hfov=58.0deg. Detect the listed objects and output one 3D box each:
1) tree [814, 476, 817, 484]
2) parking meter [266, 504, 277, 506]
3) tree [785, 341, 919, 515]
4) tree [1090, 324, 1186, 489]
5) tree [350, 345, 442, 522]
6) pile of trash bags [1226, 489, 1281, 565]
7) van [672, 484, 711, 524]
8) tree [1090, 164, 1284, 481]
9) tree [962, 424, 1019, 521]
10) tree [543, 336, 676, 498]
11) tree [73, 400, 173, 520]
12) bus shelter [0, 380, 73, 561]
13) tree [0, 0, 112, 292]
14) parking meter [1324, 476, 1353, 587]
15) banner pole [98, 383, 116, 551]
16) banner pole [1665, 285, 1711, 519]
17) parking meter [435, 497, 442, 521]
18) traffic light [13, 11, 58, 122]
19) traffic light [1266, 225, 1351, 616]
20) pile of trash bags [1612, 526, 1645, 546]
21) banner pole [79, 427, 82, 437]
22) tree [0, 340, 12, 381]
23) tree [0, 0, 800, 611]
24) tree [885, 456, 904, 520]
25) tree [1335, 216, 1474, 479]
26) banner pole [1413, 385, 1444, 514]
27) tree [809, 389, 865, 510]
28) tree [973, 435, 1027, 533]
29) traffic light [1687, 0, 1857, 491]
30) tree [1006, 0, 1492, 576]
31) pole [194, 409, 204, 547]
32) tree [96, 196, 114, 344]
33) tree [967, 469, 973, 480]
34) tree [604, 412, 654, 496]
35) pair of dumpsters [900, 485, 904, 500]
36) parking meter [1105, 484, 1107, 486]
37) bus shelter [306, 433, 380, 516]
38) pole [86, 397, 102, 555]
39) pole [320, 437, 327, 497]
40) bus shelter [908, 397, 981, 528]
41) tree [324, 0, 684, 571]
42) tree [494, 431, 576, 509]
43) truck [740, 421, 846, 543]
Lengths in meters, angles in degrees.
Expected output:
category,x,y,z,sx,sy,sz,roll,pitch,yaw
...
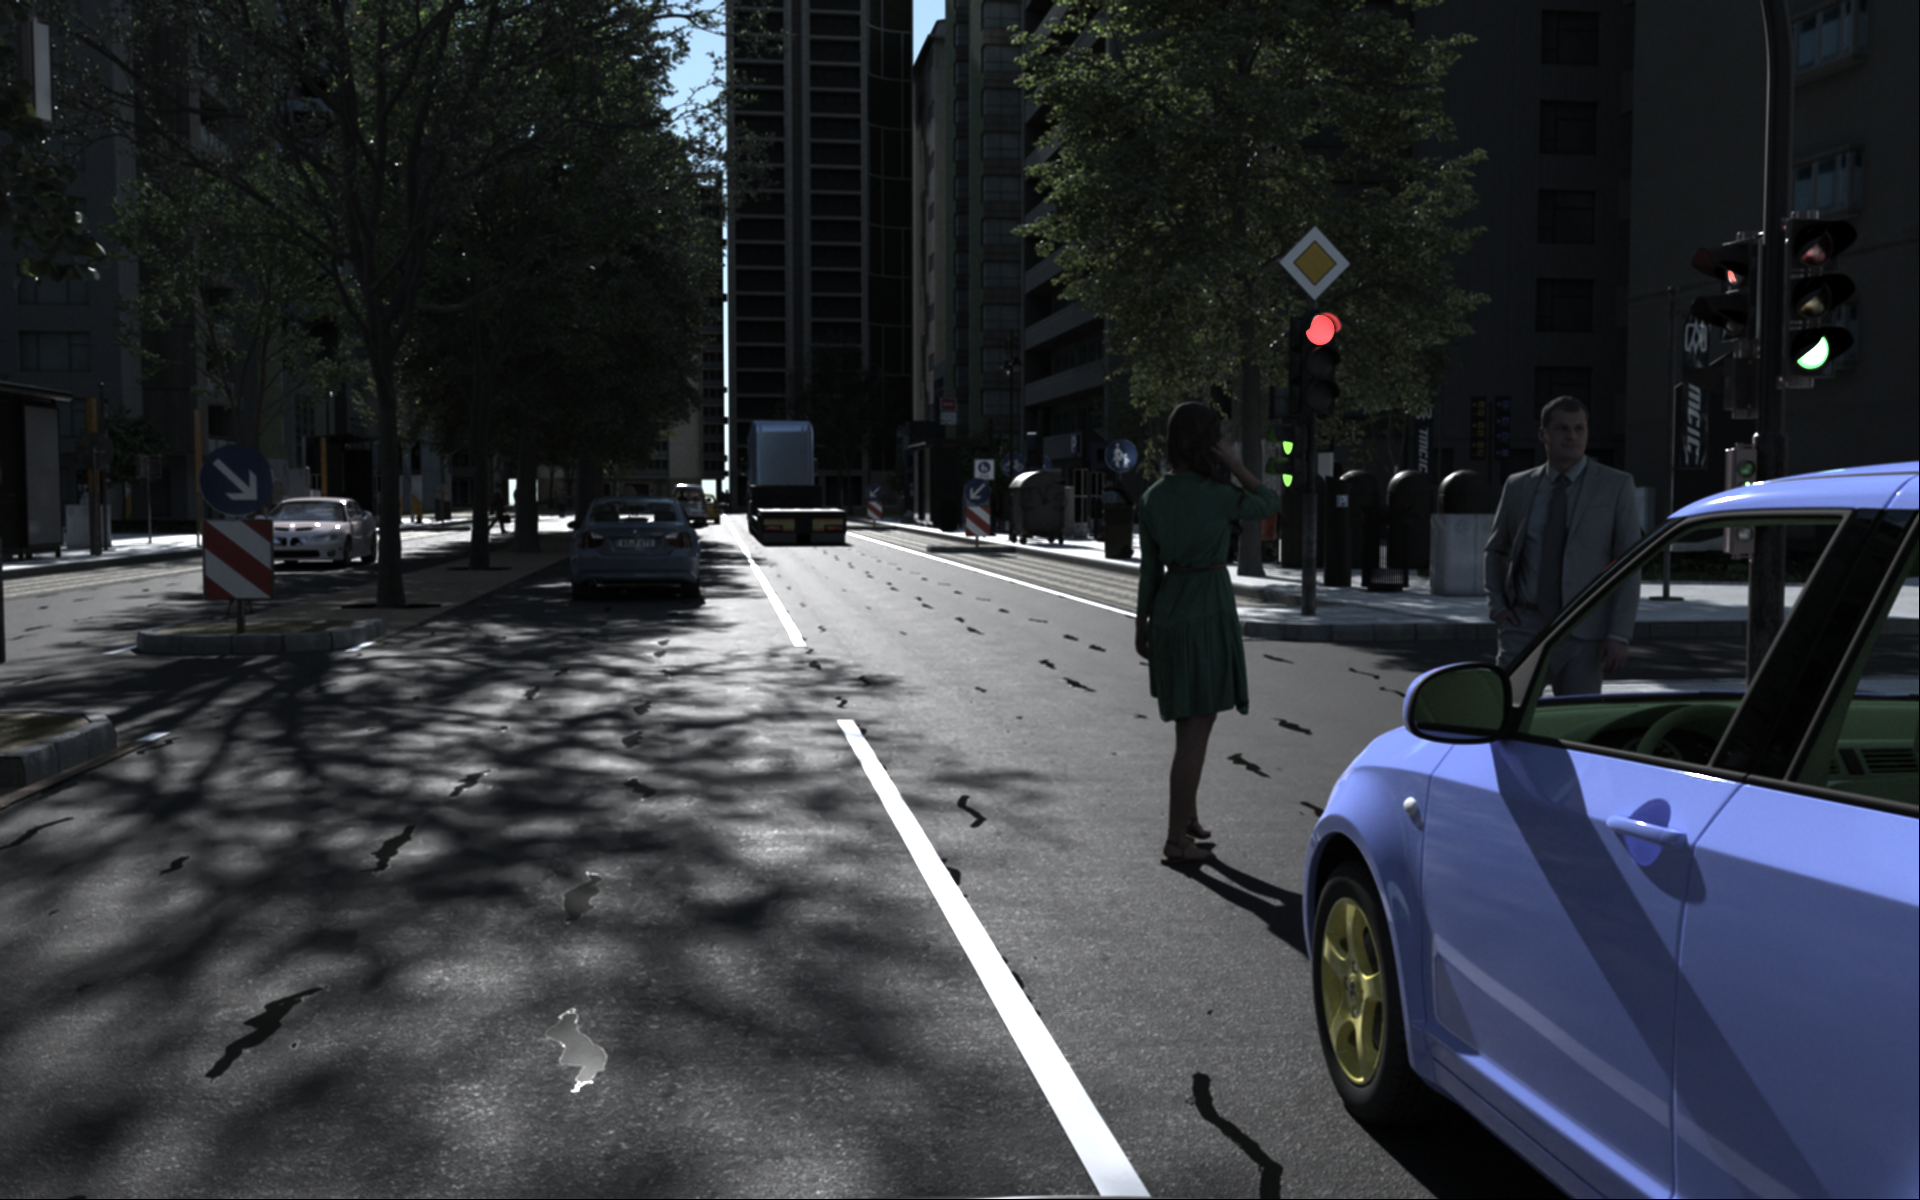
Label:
category,x,y,z,sx,sy,sz,roll,pitch,yaw
tree,-15.013,-10.965,162.992,4.285,4.588,4.351,0,3,0
parking meter,-19.673,-2.518,49.579,0.372,1.533,0.369,0,3,0
tree,-6.587,-10.434,105.012,8.767,10.594,7.601,0,4,2
tree,7.525,-7.359,70.686,4.737,8.622,4.395,0,3,0
tree,-25.232,-7.864,78.931,4.360,8.622,3.978,0,3,0
pile of trash bags,5.185,-1.393,32.526,1.912,1.369,3.447,-1,4,-13
van,-12.515,-4.456,79.871,2.013,2.044,4.112,0,4,-8
tree,4.537,-5.297,36.975,4.360,8.622,3.978,0,3,0
tree,1.230,-5.983,81.542,4.285,4.588,4.351,0,3,0
tree,-15.034,-9.238,71.624,7.486,12.596,7.792,0,3,0
tree,-29.372,-4.710,60.722,4.285,4.588,4.351,0,3,0
bus shelter,-18.401,-3.238,30.579,2.179,5.291,8.768,0,4,-8
tree,-5.169,-5.833,4.488,9.857,13.997,8.962,0,3,0
parking meter,5.245,-0.955,24.023,0.372,1.533,0.369,0,3,0
banner pole,-19.424,-3.020,39.387,0.401,3.779,0.863,-1,4,-14
banner pole,8.765,-1.893,20.966,0.863,3.779,0.401,-2,4,-25
parking meter,-24.944,-4.563,83.015,0.372,1.533,0.369,0,3,0
traffic light,-11.004,-2.538,16.166,4.771,5.953,1.251,-1,4,-8
traffic light,3.677,-1.793,18.242,0.839,4.253,0.868,-1,4,-8
pile of trash bags,14.310,-1.680,37.224,3.447,1.369,1.912,1,4,12
banner pole,-32.981,-4.596,65.157,0.401,3.779,0.863,-1,4,-21
tree,-35.505,-6.793,61.435,4.360,8.622,3.978,0,3,0
tree,-7.078,-6.626,21.159,12.009,13.543,11.850,0,3,0
tree,-3.055,-5.669,87.290,1.663,3.219,1.824,0,3,0
tree,11.298,-5.785,44.954,4.737,8.622,4.395,0,3,0
banner pole,10.816,-3.049,39.863,0.863,3.779,0.401,2,4,34
tree,-8.095,-10.085,115.255,4.360,8.622,3.978,0,3,0
tree,1.434,-3.832,57.257,1.663,3.219,1.824,0,3,0
traffic light,2.751,-2.155,9.901,4.771,5.953,1.251,-1,4,-8
tree,4.185,-6.666,27.109,7.486,12.596,7.792,0,3,0
pole,-18.305,-2.926,41.676,0.158,3.312,0.155,0,3,0
tree,-21.709,-7.755,52.543,9.928,11.665,9.643,0,3,0
tree,1.160,-4.972,75.900,1.663,3.219,1.824,0,3,0
tree,-15.524,-7.672,78.251,4.360,8.622,3.978,0,3,0
pair of dumpsters,-1.836,-4.896,82.535,1.574,2.255,4.437,0,4,-8
parking meter,3.830,-2.150,43.559,0.372,1.533,0.369,0,3,0
bus shelter,-24.735,-4.795,69.685,1.731,3.624,6.357,0,4,-8
pole,-18.291,-2.613,36.567,0.158,3.312,0.155,0,3,0
pole,-22.845,-4.182,62.220,0.158,3.312,0.155,0,3,0
bus shelter,-0.842,-5.613,69.408,2.179,5.291,8.768,0,4,-8
tree,-8.907,-6.355,32.115,9.928,11.665,9.643,0,3,0
tree,-35.437,-13.212,150.434,7.601,10.594,8.767,2,4,24
truck,-5.749,-4.183,58.154,2.967,4.110,18.799,0,4,-8
